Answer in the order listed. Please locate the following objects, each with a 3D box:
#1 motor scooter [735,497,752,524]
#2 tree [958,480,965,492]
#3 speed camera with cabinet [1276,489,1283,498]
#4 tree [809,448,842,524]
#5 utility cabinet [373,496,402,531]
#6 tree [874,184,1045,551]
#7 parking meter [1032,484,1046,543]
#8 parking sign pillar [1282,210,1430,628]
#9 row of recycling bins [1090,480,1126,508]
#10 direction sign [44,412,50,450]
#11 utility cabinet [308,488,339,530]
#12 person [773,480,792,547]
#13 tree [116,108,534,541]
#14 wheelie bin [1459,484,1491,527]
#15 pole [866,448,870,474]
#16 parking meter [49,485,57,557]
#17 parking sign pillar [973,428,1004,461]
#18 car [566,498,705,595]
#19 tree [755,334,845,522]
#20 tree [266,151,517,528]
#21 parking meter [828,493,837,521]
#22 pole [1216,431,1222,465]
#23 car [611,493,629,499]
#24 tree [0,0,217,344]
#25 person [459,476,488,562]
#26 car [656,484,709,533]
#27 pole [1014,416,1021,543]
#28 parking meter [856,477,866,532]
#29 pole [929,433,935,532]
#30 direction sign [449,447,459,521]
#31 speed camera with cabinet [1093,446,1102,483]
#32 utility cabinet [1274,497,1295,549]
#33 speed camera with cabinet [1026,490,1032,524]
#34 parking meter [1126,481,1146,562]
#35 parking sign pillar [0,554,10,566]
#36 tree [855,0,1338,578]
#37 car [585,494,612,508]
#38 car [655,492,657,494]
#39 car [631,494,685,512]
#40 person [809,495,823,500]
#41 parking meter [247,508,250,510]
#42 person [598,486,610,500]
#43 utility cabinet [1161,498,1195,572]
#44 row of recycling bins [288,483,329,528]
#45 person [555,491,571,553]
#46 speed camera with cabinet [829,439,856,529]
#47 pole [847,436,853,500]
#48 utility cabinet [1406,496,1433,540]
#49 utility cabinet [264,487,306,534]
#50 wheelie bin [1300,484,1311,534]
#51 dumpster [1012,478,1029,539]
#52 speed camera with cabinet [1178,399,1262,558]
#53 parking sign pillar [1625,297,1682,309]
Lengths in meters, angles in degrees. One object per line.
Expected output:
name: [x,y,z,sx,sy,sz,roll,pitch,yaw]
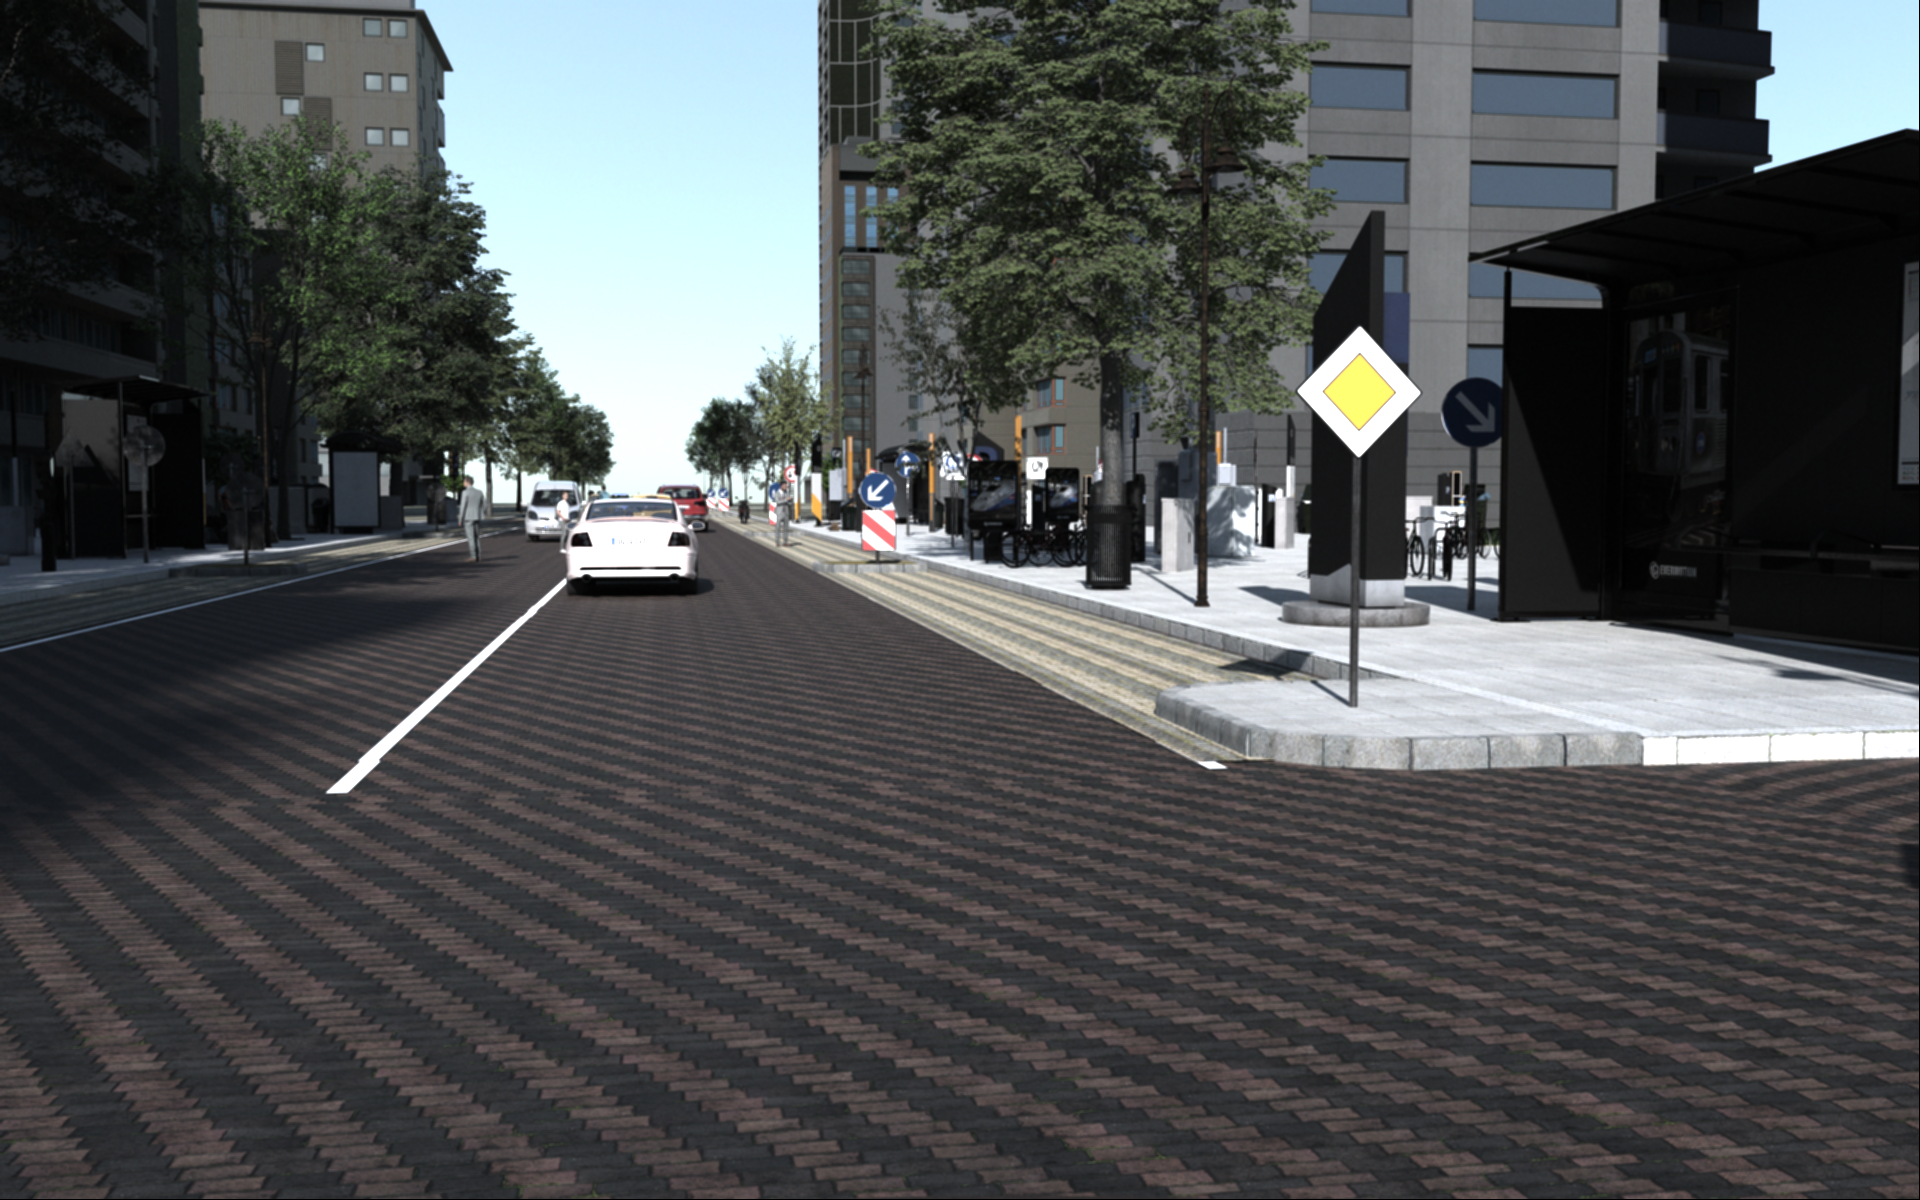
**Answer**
motor scooter: [-10.419,-4.327,83.517,0.815,1.314,1.986,-1,4,-11]
tree: [0.599,-5.478,84.166,1.663,3.219,1.824,0,3,0]
speed camera with cabinet: [8.612,-3.516,51.816,2.038,3.252,0.660,0,4,8]
tree: [-5.668,-4.834,73.635,1.663,3.219,1.824,0,3,0]
utility cabinet: [-20.289,-3.063,61.248,1.020,1.237,0.306,-2,4,-35]
tree: [0.114,-5.443,39.359,4.360,8.622,3.978,0,3,0]
parking meter: [2.061,-2.252,45.224,0.372,1.533,0.369,0,3,0]
parking sign pillar: [3.959,-1.759,17.227,1.447,3.967,1.447,-1,4,-13]
row of recycling bins: [4.343,-2.636,50.218,1.069,1.692,3.534,1,4,9]
direction sign: [-24.921,-3.409,47.741,0.876,3.537,0.379,2,4,31]
utility cabinet: [-22.500,-3.219,61.313,0.318,1.500,1.173,2,4,31]
person: [-4.753,-2.326,46.709,0.466,1.800,0.511,3,5,44]
tree: [-18.871,-7.461,47.747,9.928,11.665,9.643,0,3,0]
wheelie bin: [16.199,-2.844,54.405,0.980,1.594,0.693,0,3,0]
pole: [-4.083,-5.098,77.203,0.158,3.312,0.155,0,3,0]
parking meter: [-18.420,-1.820,35.471,0.399,1.863,0.255,1,4,20]
parking sign pillar: [1.111,-5.011,70.398,1.447,3.967,1.447,1,4,21]
car: [-4.877,-0.833,25.987,2.083,1.381,4.827,-1,4,-9]
tree: [-7.353,-7.883,79.245,4.737,8.622,4.395,0,3,0]
tree: [-21.544,-9.726,65.673,9.857,13.997,8.962,0,3,0]
parking meter: [-6.175,-4.777,83.814,0.399,1.863,0.255,2,4,33]
pole: [8.409,-3.823,56.349,0.158,3.312,0.155,0,3,0]
car: [-25.877,-7.475,131.802,1.945,1.707,3.694,0,4,-8]
tree: [-14.281,-5.455,23.597,8.767,10.594,7.601,0,4,3]
person: [-10.298,-1.711,36.569,0.391,1.810,0.635,2,4,24]
car: [-10.693,-3.495,65.817,2.281,1.827,5.304,-1,4,-12]
pole: [1.505,-3.135,45.104,0.158,3.312,0.155,0,3,0]
parking meter: [-3.327,-3.234,58.590,0.399,1.863,0.255,0,4,0]
pole: [-0.936,-3.932,58.136,0.158,3.312,0.155,0,3,0]
direction sign: [-23.925,-5.497,81.880,0.379,3.537,0.876,-3,5,-44]
speed camera with cabinet: [6.003,-4.698,71.148,0.660,3.252,2.038,-1,4,-11]
utility cabinet: [7.640,-1.813,40.809,0.306,1.237,1.020,1,4,21]
speed camera with cabinet: [2.309,-4.976,75.685,2.038,3.252,0.660,2,4,27]
parking meter: [3.318,-1.487,32.716,0.372,1.533,0.369,0,3,0]
parking sign pillar: [-17.835,-2.595,30.901,1.447,3.967,1.447,0,4,0]
tree: [1.901,-6.617,26.321,7.486,12.596,7.792,0,3,0]
car: [-21.909,-5.829,105.522,2.015,1.641,3.980,-1,4,-8]
car: [-34.832,-11.560,198.601,1.945,1.707,3.694,-1,4,-12]
car: [-9.288,-2.564,52.147,2.015,1.641,3.980,-1,4,-11]
person: [-13.786,-9.590,165.302,1.348,1.823,0.705,0,4,6]
parking meter: [-27.885,-3.618,67.567,0.372,1.533,0.369,0,3,0]
person: [-16.327,-4.344,79.538,0.620,1.820,0.660,3,5,39]
utility cabinet: [3.651,-1.088,28.951,0.306,1.237,1.020,2,4,23]
row of recycling bins: [-24.890,-3.585,65.730,1.069,1.692,3.534,-3,5,-42]
person: [-9.597,-1.899,42.147,0.523,1.515,0.503,-1,4,-13]
speed camera with cabinet: [-4.045,-4.209,63.159,0.660,3.252,2.038,2,4,25]
pole: [-3.901,-4.125,61.292,0.158,3.312,0.155,0,3,0]
utility cabinet: [12.641,-2.274,48.343,1.020,1.237,0.306,-1,4,-11]
utility cabinet: [-21.450,-2.835,55.028,1.173,1.500,0.318,0,4,-1]
wheelie bin: [11.402,-2.925,55.734,0.980,1.594,0.693,3,4,37]
dumpster: [1.248,-2.729,50.370,1.264,1.857,1.865,-1,4,-10]
speed camera with cabinet: [5.252,-2.518,35.502,0.660,3.252,2.038,-2,4,-25]
parking sign pillar: [7.782,-1.909,19.681,1.447,3.967,1.447,-1,4,-17]
